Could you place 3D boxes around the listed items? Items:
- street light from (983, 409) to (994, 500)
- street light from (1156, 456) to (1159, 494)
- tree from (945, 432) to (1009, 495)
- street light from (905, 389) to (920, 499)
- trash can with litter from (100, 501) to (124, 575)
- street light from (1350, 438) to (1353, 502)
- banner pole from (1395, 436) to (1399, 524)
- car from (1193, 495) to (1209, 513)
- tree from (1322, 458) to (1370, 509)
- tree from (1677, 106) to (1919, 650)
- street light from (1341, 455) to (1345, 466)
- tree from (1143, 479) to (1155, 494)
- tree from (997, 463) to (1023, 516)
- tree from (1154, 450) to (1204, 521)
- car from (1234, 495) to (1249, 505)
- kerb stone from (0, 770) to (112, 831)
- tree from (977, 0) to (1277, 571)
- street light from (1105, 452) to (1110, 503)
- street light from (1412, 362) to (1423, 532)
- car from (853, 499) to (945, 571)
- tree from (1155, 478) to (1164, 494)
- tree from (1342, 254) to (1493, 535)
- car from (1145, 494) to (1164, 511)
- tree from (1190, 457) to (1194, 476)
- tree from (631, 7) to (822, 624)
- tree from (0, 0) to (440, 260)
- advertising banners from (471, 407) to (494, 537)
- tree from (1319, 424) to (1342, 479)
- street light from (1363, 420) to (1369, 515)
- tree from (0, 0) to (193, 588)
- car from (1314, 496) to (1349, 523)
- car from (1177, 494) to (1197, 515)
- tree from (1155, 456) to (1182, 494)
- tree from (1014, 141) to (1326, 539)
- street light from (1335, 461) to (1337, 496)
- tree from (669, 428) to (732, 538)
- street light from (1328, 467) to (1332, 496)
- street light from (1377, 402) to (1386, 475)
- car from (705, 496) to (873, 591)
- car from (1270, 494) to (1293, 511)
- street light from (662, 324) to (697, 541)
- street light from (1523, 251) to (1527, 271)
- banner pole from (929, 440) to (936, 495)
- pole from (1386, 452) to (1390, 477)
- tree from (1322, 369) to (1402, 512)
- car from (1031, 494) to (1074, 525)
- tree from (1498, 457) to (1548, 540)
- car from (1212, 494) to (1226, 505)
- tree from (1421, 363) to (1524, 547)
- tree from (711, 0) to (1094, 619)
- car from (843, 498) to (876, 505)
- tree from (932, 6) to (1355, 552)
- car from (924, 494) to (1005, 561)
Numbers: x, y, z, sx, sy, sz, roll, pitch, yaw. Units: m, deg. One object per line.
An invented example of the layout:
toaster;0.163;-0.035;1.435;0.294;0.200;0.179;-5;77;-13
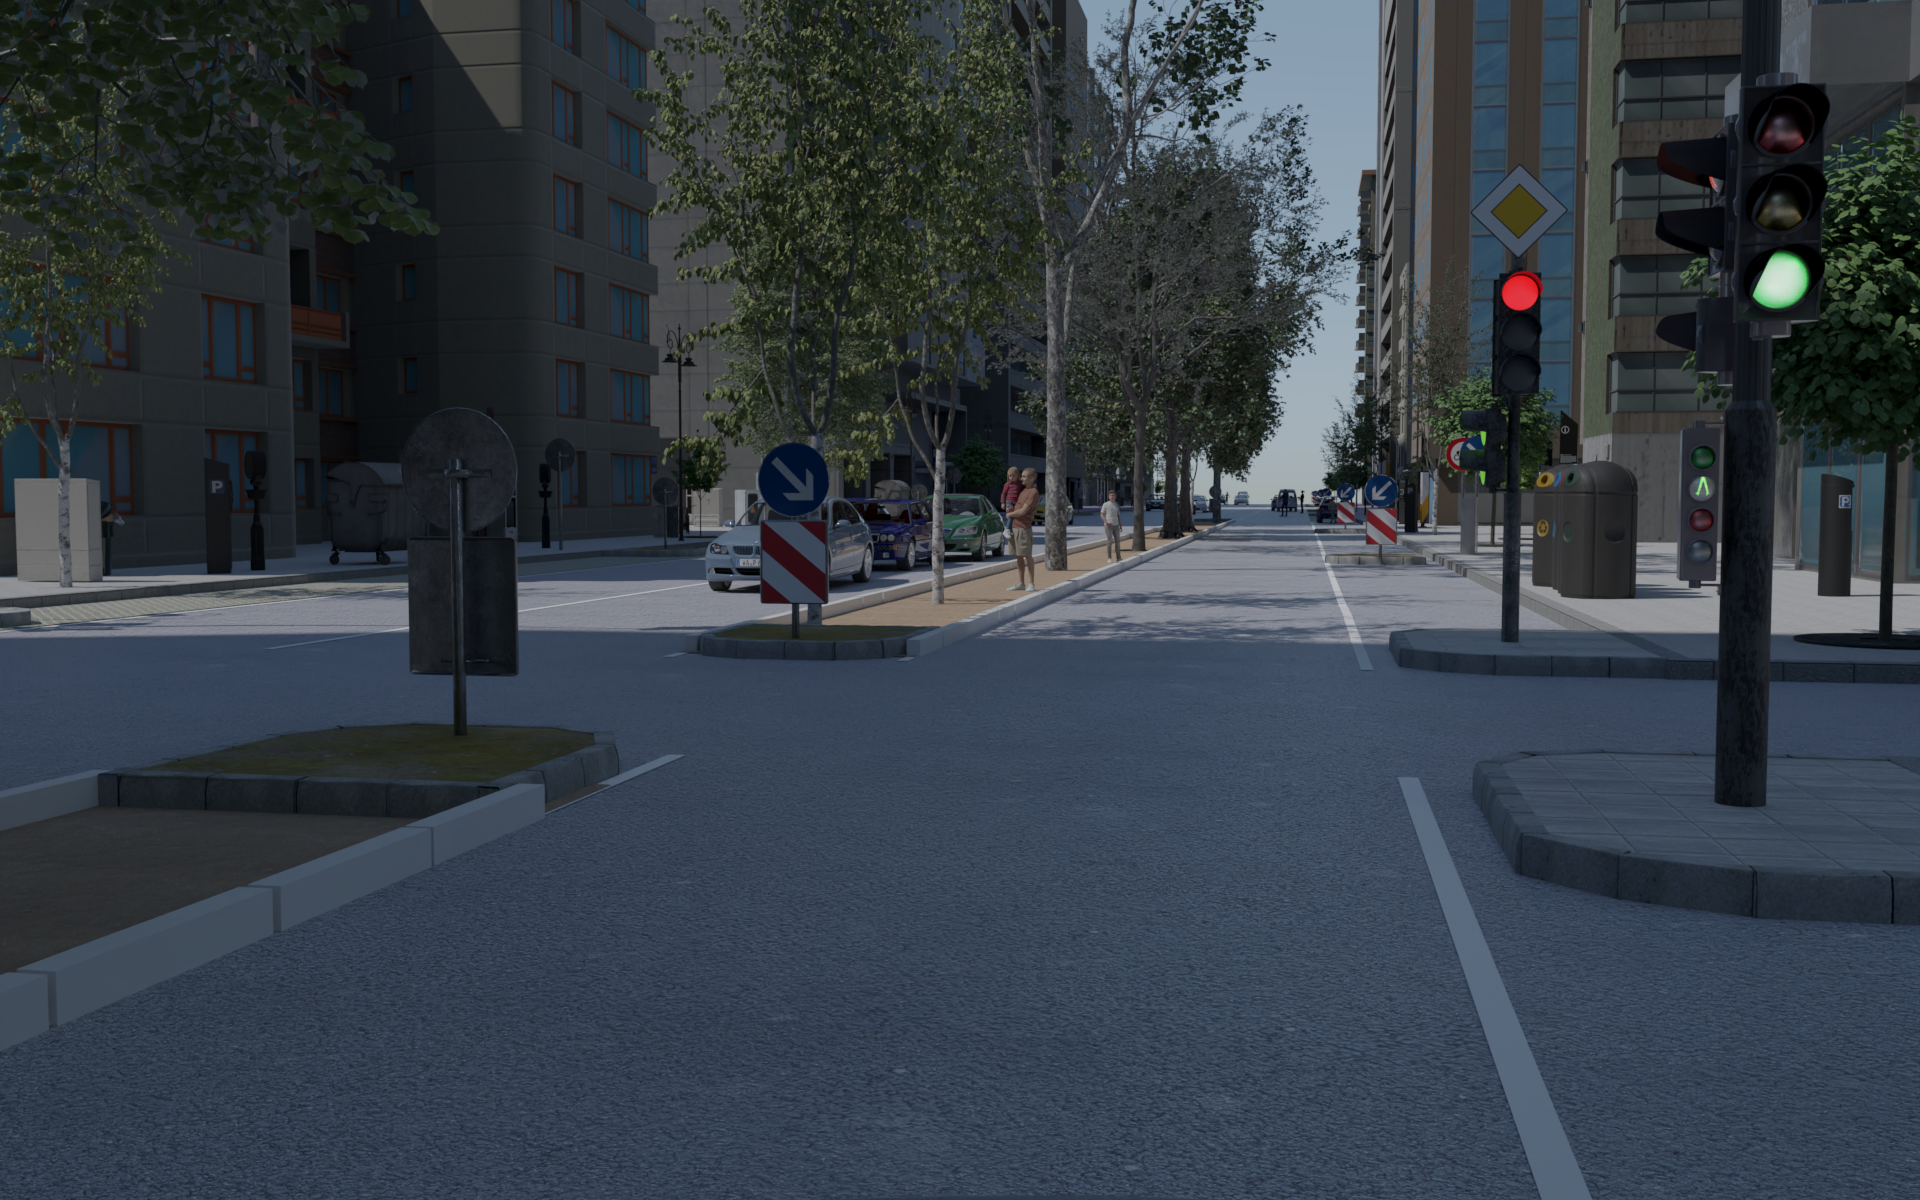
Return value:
street light;1.557;-7.403;93.819;0.468;5.910;1.993;1;4;11
street light;23.283;-14.157;204.250;0.468;5.910;1.993;1;4;11
tree;1.016;-6.529;90.461;4.285;4.588;4.351;0;3;0
street light;-2.122;-6.263;75.189;0.468;5.910;1.993;1;4;11
trash can with litter;-13.551;-0.949;26.896;0.624;1.170;1.055;1;4;8
street light;30.465;-9.908;134.781;0.468;5.910;1.993;1;4;11
banner pole;18.850;-5.177;74.655;0.401;3.779;0.863;1;4;21
car;18.173;-7.411;133.529;2.083;1.381;4.827;1;4;13
tree;34.763;-10.367;153.216;4.285;4.588;4.351;0;3;0
tree;8.022;-1.897;14.722;4.285;4.588;4.351;0;3;0
street light;36.078;-11.635;163.025;0.468;5.910;1.993;1;4;11
tree;19.269;-11.618;184.562;1.663;3.219;1.824;0;3;0
tree;2.788;-6.664;103.552;1.663;3.219;1.824;0;3;0
tree;10.052;-7.481;75.135;4.737;8.622;4.395;0;3;0
car;36.802;-13.083;226.271;2.083;1.381;4.827;1;4;12
kerb stone;-4.063;0.895;7.565;0.120;0.150;1.000;1;4;11
tree;2.816;-10.533;30.559;12.611;20.169;13.585;0;3;0
street light;12.676;-10.852;150.224;0.468;5.910;1.993;1;4;11
street light;15.624;-5.281;59.140;0.468;5.910;1.993;1;4;11
car;-1.469;-1.292;33.712;1.945;1.354;3.894;1;4;12
tree;24.145;-13.247;211.186;1.663;3.219;1.824;0;3;0
tree;15.050;-6.352;54.210;4.360;8.622;3.978;0;3;0
car;16.491;-8.268;144.968;2.009;1.686;4.222;1;4;10
tree;30.667;-17.880;242.694;4.360;8.622;3.978;0;3;0
tree;-1.434;-3.933;17.124;4.737;8.622;4.395;0;3;0
tree;-3.311;-5.132;4.495;7.486;12.596;7.792;0;3;0
advertising banners;-9.855;-2.420;35.760;0.090;3.025;2.074;-2;4;-27
tree;38.427;-13.728;174.812;4.360;8.622;3.978;0;3;0
street light;24.920;-8.170;106.362;0.468;5.910;1.993;1;4;11
tree;-12.415;-4.488;23.746;4.737;8.622;4.395;0;3;0
car;18.760;-4.537;86.764;1.945;1.354;3.894;1;4;10
car;15.539;-6.782;120.667;2.009;1.686;4.222;1;4;9
tree;27.267;-16.989;228.130;4.360;8.622;3.978;0;3;0
tree;6.806;-8.321;55.508;9.611;12.733;9.660;0;3;0
street light;40.902;-13.155;187.872;0.468;5.910;1.993;1;4;11
tree;-7.664;-3.440;50.851;1.663;3.219;1.824;0;3;0
street light;46.347;-14.871;215.934;0.468;5.910;1.993;1;4;11
street light;21.205;-6.996;87.175;0.468;5.910;1.993;1;4;11
car;-2.554;-0.916;26.977;2.014;1.417;4.499;1;4;10
car;27.479;-8.305;147.790;2.014;1.417;4.499;1;4;12
street light;-7.611;-4.547;47.136;0.468;5.910;1.993;1;4;11
street light;10.011;-3.567;31.111;0.468;5.910;1.993;1;4;11
banner pole;-1.198;-5.507;80.061;0.863;3.779;0.401;3;5;42
pole;20.853;-5.541;84.438;0.158;3.312;0.155;0;3;0
tree;23.860;-9.206;100.876;4.737;8.622;4.395;0;3;0
car;4.241;-4.270;80.044;2.015;1.641;3.980;1;4;10
tree;15.629;-3.290;48.399;1.663;3.219;1.824;0;3;0
car;35.381;-13.850;236.226;2.009;1.686;4.222;1;4;10
tree;13.040;-3.598;42.534;4.285;4.588;4.351;0;3;0
tree;-0.278;-4.255;22.391;4.737;8.622;4.395;0;3;0
car;-2.925;-1.955;44.548;1.945;1.354;3.894;1;4;11
tree;4.468;-7.965;43.062;12.009;13.543;11.850;0;3;0
car;-0.125;-1.634;38.515;2.131;1.459;4.920;1;4;10
